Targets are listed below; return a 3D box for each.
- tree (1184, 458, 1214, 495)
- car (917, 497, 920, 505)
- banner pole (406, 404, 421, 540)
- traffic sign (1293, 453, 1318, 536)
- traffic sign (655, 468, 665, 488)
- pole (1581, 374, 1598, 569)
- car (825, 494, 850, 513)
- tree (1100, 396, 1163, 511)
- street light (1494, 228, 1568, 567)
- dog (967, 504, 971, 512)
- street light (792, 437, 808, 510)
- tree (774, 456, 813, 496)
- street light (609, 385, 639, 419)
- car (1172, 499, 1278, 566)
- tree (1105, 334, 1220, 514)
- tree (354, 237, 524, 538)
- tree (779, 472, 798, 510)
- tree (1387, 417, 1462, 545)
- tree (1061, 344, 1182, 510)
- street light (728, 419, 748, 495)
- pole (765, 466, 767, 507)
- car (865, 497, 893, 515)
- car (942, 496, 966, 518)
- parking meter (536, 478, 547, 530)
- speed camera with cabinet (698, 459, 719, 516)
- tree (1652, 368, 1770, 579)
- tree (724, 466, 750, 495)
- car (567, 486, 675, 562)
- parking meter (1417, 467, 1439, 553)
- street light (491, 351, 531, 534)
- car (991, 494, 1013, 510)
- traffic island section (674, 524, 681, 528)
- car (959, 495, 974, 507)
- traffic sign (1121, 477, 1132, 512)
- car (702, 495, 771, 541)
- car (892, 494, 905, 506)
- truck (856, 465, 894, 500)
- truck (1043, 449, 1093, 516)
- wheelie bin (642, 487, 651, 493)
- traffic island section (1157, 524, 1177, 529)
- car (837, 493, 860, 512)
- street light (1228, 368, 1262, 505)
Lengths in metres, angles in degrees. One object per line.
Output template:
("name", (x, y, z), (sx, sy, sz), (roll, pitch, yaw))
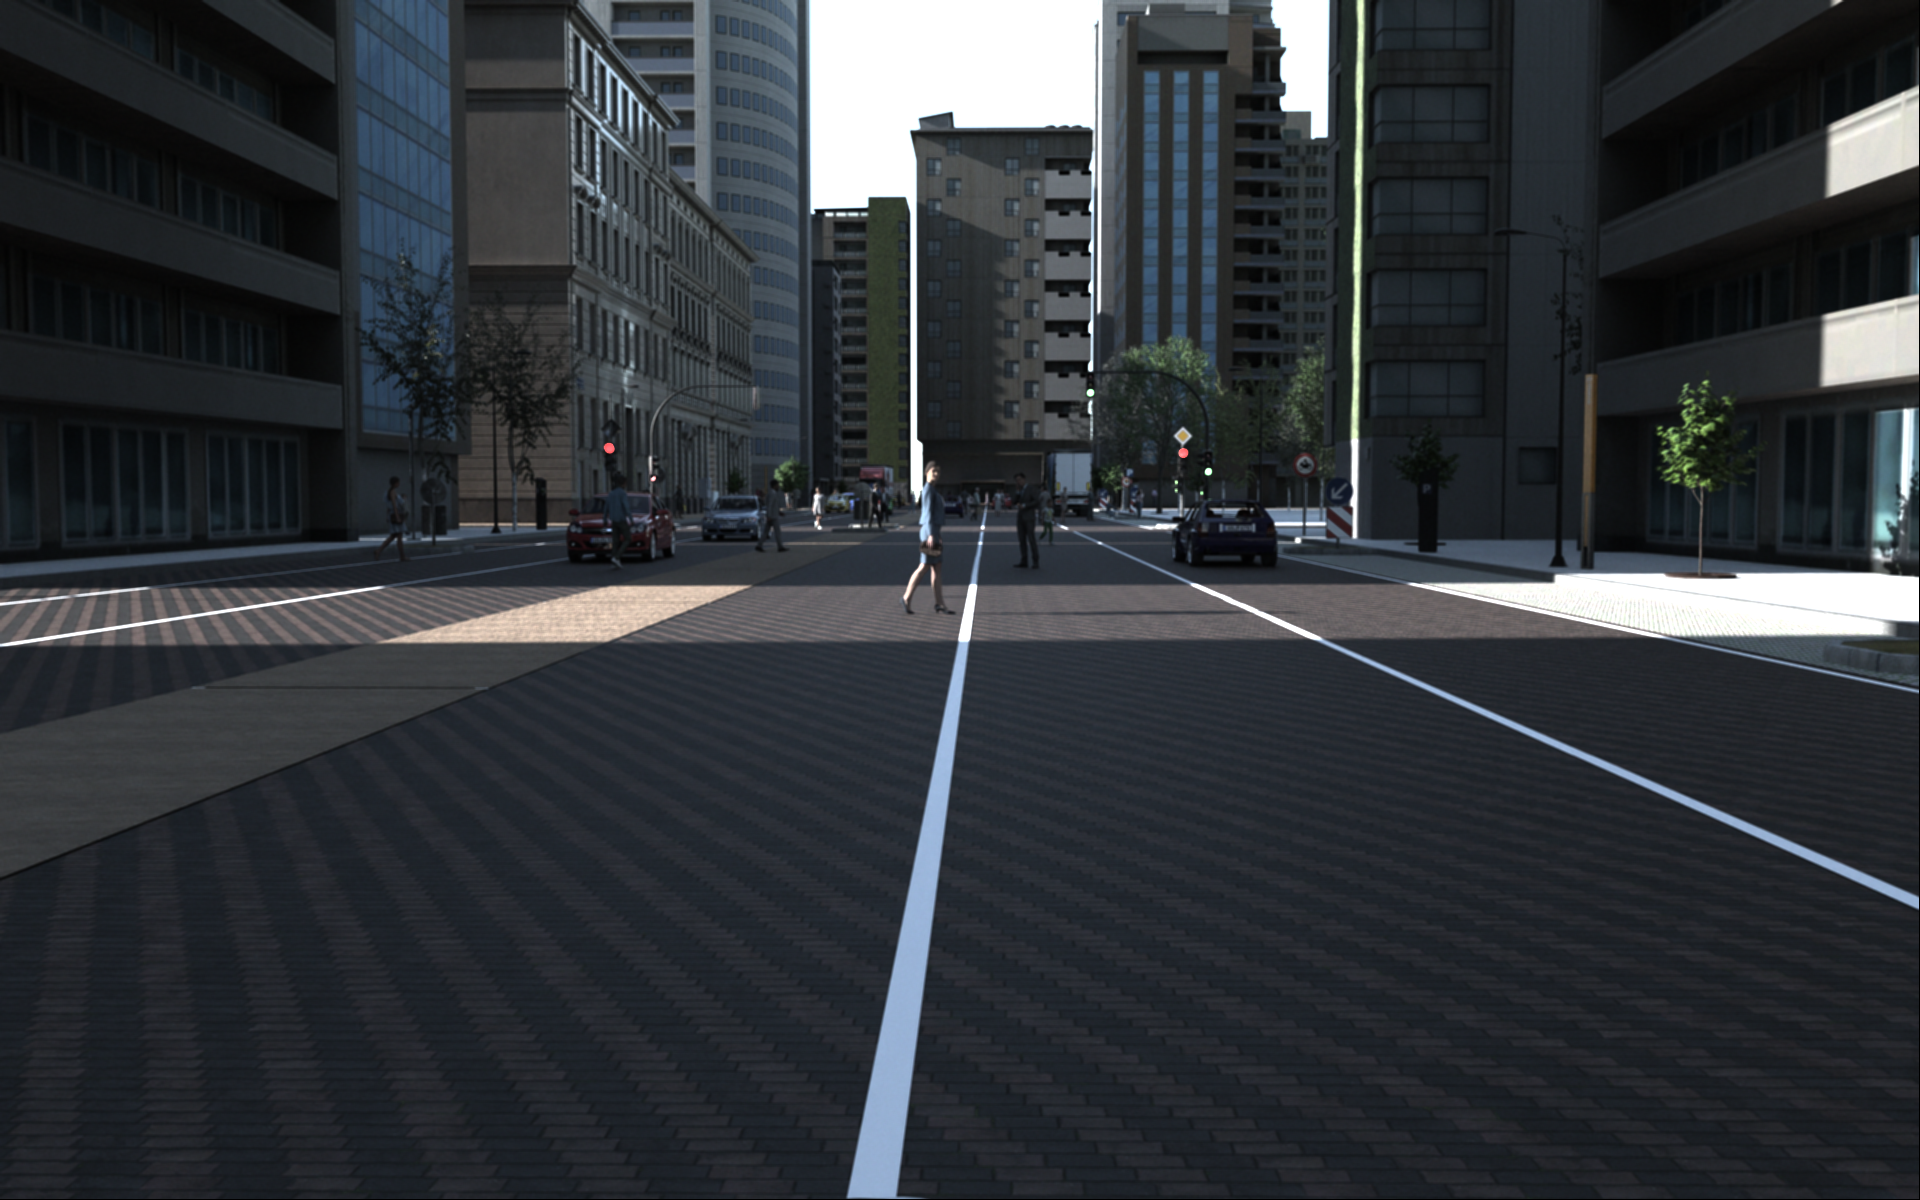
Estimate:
("tree", (11.590, -5.373, 82.442), (1.663, 3.219, 1.824), (0, 3, 0))
("car", (-4.494, -12.851, 220.340), (2.015, 1.641, 3.980), (0, 4, 0))
("banner pole", (-15.206, -3.547, 48.009), (0.401, 3.779, 0.863), (-1, 4, -10))
("traffic sign", (10.641, -3.264, 53.472), (0.768, 2.556, 0.104), (0, 4, 3))
("traffic sign", (-14.422, -5.041, 82.532), (0.768, 2.556, 0.104), (1, 4, 9))
("pole", (10.724, -2.182, 29.514), (0.158, 3.312, 0.155), (0, 3, 0))
("car", (-9.240, -7.372, 130.754), (2.015, 1.641, 3.980), (0, 4, 0))
("tree", (12.455, -11.047, 130.974), (4.360, 8.622, 3.978), (0, 3, 0))
("street light", (10.033, -3.541, 30.443), (1.470, 5.913, 1.316), (0, 4, 1))
("dog", (0.644, -7.491, 139.316), (0.513, 0.831, 0.800), (-1, 4, -21))
("street light", (-13.086, -10.347, 141.708), (1.470, 5.913, 1.316), (0, 4, 1))
("tree", (-13.977, -9.891, 145.432), (4.285, 4.588, 4.351), (0, 3, 0))
("street light", (-14.311, -6.184, 73.654), (1.470, 5.913, 1.316), (0, 4, 1))
("car", (5.404, -1.411, 35.649), (1.945, 1.354, 3.894), (0, 4, 0))
("tree", (13.031, -11.358, 111.456), (9.928, 11.665, 9.643), (0, 3, 0))
("tree", (-15.463, -6.135, 50.675), (4.360, 8.622, 3.978), (0, 3, 0))
("tree", (-13.873, -8.818, 138.779), (1.663, 3.219, 1.824), (0, 3, 0))
("tree", (11.843, -2.994, 43.558), (1.663, 3.219, 1.824), (0, 3, 0))
("tree", (13.494, -14.179, 142.198), (12.009, 13.543, 11.850), (0, 3, 0))
("street light", (-13.769, -8.232, 107.130), (1.470, 5.913, 1.316), (0, 4, 1))
("pole", (-14.003, -8.027, 125.080), (0.158, 3.312, 0.155), (0, 3, 0))
("car", (-5.539, -6.738, 118.961), (1.959, 1.807, 4.718), (0, 4, -1))
("car", (-0.631, -5.698, 105.743), (1.945, 1.354, 3.894), (0, 4, 0))
("parking meter", (-15.023, -3.452, 62.155), (0.255, 1.863, 0.399), (-3, 5, -39))
("speed camera with cabinet", (-14.316, -6.375, 98.564), (0.660, 3.252, 2.038), (1, 4, 10))
("tree", (11.545, -1.957, 26.598), (1.663, 3.219, 1.824), (0, 3, 0))
("tree", (-14.420, -7.082, 110.398), (1.663, 3.219, 1.824), (0, 3, 0))
("car", (-7.381, -1.766, 37.915), (2.155, 1.783, 4.494), (0, 4, -1))
("parking meter", (10.300, -1.984, 38.143), (0.399, 1.863, 0.255), (2, 4, 33))
("street light", (-14.591, -5.124, 56.311), (1.470, 5.913, 1.316), (0, 4, 1))
("car", (3.895, -9.239, 160.096), (2.155, 1.783, 4.494), (0, 4, 3))
("traffic island section", (-12.859, -3.075, 72.551), (2.009, 0.180, 2.903), (0, 4, 1))
("car", (0.637, -11.139, 194.482), (2.083, 1.381, 4.827), (0, 4, 1))
("traffic sign", (12.026, -7.641, 125.034), (0.768, 2.556, 0.104), (0, 4, 6))
("car", (-6.995, -2.602, 54.548), (2.014, 1.417, 4.499), (0, 4, 1))
("car", (-7.756, -12.553, 215.470), (2.015, 1.641, 3.980), (0, 4, 2))
("truck", (-8.118, -10.905, 167.204), (2.839, 4.237, 11.283), (0, 4, 3))
("truck", (7.096, -7.669, 114.295), (2.839, 4.237, 11.283), (0, 4, 0))
("wheelie bin", (-14.473, -4.443, 80.550), (0.693, 1.594, 0.980), (1, 4, 9))
("traffic island section", (9.279, -3.052, 72.184), (2.009, 0.180, 2.903), (0, 4, 1))
("car", (-8.986, -7.898, 138.725), (1.945, 1.707, 3.694), (0, 4, -1))
("street light", (10.524, -5.577, 63.721), (1.470, 5.913, 1.316), (0, 4, 1))
